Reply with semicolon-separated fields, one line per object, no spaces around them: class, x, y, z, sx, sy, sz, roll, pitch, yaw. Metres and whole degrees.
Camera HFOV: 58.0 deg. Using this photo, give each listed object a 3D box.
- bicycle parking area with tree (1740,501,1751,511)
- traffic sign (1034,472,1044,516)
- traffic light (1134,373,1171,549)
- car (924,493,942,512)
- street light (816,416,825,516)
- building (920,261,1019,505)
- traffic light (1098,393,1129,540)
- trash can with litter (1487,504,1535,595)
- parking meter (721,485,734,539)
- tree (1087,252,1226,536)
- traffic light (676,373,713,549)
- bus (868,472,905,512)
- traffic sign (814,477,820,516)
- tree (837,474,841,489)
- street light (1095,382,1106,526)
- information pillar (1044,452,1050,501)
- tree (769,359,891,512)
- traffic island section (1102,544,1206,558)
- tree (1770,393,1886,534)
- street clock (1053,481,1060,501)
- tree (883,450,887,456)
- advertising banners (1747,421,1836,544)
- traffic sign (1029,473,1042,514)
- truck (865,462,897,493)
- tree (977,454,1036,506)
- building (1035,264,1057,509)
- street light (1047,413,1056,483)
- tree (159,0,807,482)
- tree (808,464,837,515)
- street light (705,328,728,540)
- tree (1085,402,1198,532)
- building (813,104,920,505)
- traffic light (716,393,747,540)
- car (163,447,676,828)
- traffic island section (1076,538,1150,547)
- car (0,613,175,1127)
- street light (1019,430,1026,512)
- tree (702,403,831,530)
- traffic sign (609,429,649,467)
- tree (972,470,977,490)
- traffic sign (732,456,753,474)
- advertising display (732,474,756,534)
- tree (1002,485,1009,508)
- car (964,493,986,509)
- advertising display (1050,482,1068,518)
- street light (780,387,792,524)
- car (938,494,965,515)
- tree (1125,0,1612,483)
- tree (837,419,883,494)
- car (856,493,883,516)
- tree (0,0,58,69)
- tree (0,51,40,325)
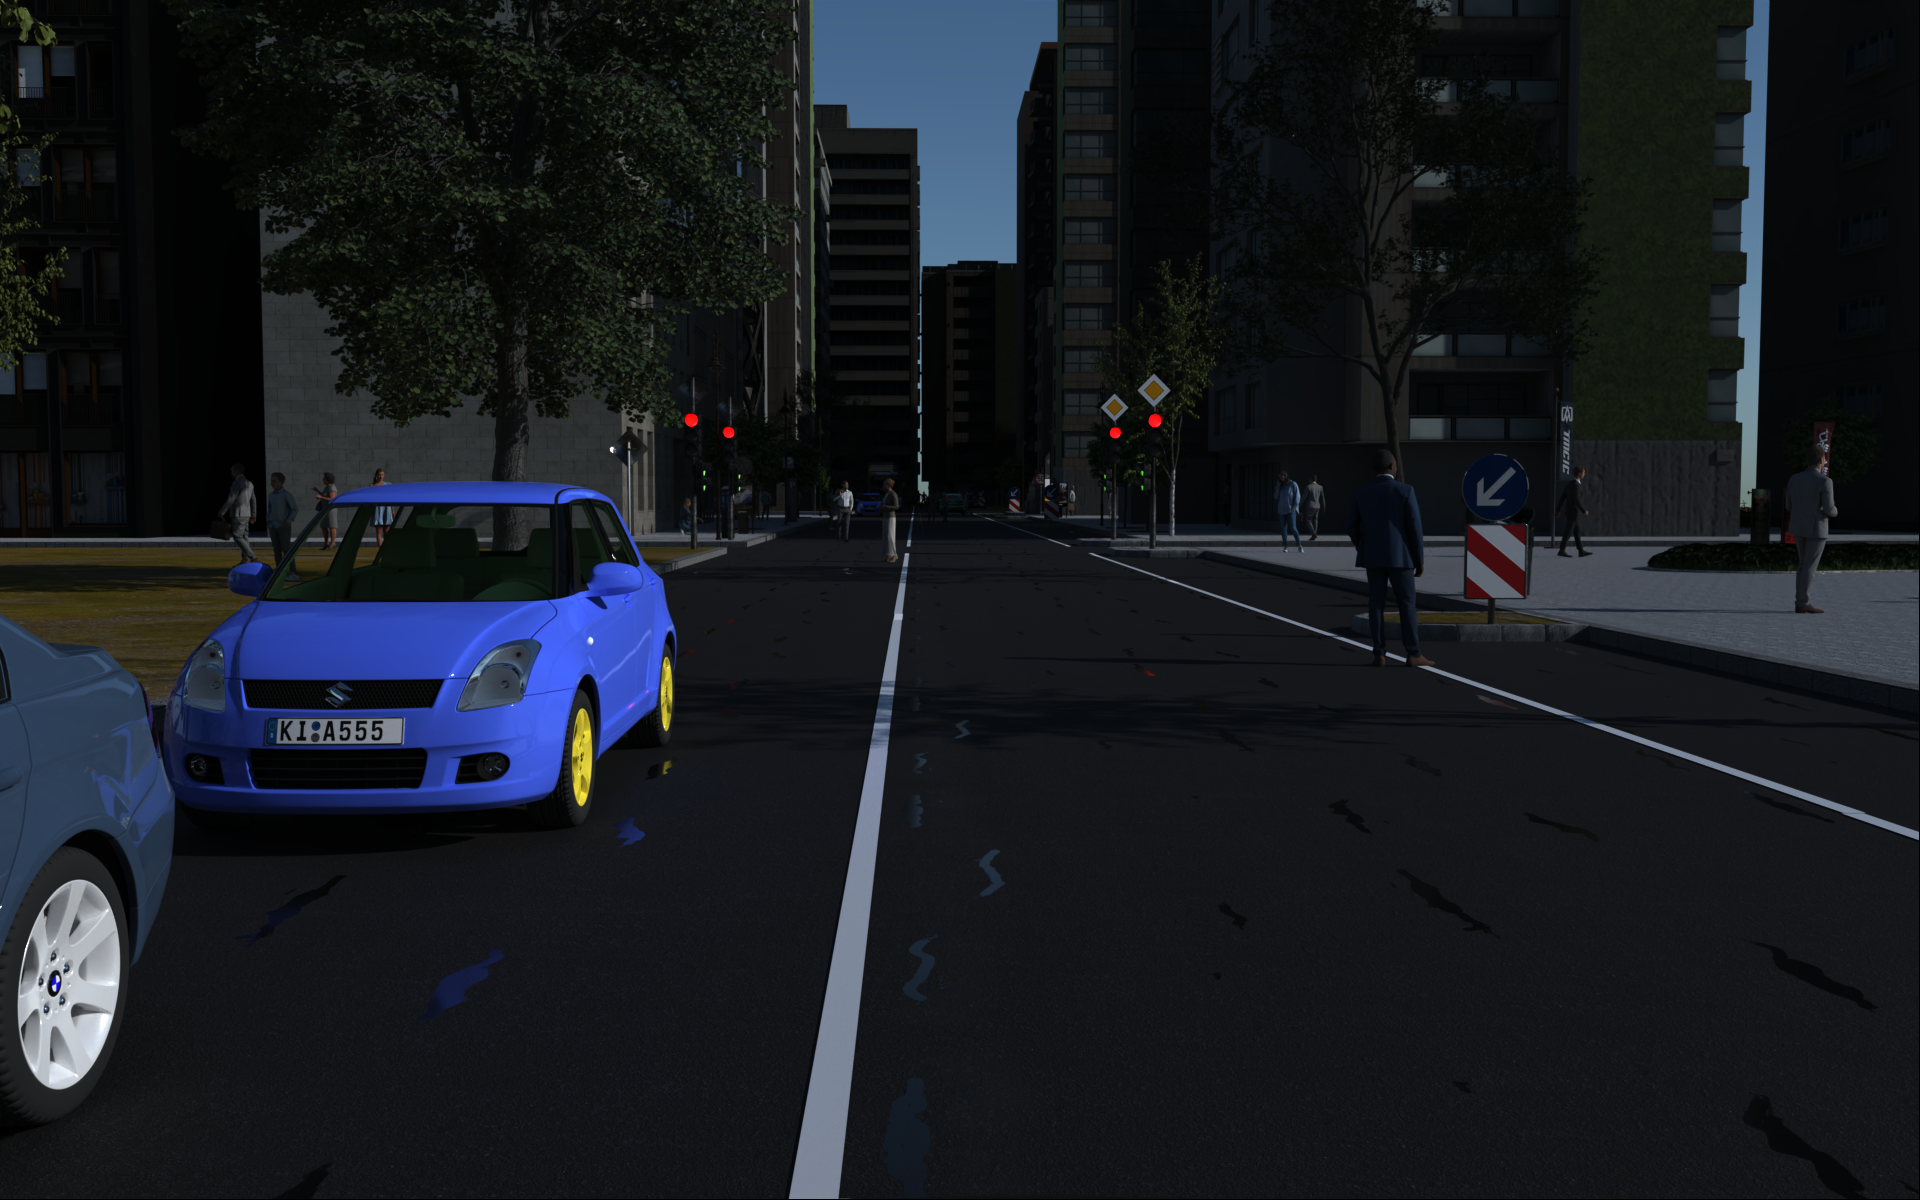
bicycle parking area with tree;50.234;-6.867;99.277;8.231;4.147;9.016;-2;4;-28
traffic sign;4.717;-6.177;101.107;0.768;2.556;0.104;1;4;8
traffic light;4.492;-3.151;40.438;0.839;4.253;0.868;0;4;-1
car;-1.829;-8.080;141.141;2.155;1.783;4.494;0;4;-2
street light;-8.130;-7.828;100.781;0.468;5.910;1.993;0;4;-1
building;2.050;-27.260;217.399;14.107;30.474;14.160;0;4;-1
traffic light;4.288;-3.639;48.421;0.839;4.253;0.868;0;4;-1
trash can with litter;6.920;-0.652;22.041;0.624;1.170;1.055;0;4;4
parking meter;-6.710;-2.546;50.042;0.372;1.533;0.369;0;3;0
tree;6.315;-6.263;52.765;4.737;8.622;4.395;0;3;0
traffic light;-6.166;-3.133;40.152;0.839;4.253;0.868;0;4;-1
bus;-6.120;-8.989;141.828;2.948;3.499;13.247;0;4;-3
traffic sign;-8.662;-6.325;103.524;0.768;2.556;0.104;0;4;1
tree;-10.493;-9.040;142.412;1.663;3.219;1.824;0;3;0
street light;5.783;-5.970;70.392;0.468;5.910;1.993;0;4;-1
information pillar;4.786;-6.359;95.330;0.183;3.616;0.504;3;4;36
tree;-8.919;-11.256;118.440;8.767;10.594;7.601;0;4;-3
traffic island section;4.532;-1.118;40.553;2.009;0.180;2.903;0;4;-1
tree;28.044;-4.425;56.062;4.285;4.588;4.351;0;3;0
street clock;5.153;-5.383;92.589;0.358;2.002;0.471;-1;4;-17
tree;-10.286;-14.417;186.087;4.360;8.622;3.978;0;3;0
advertising banners;20.013;-2.784;41.703;2.074;3.025;0.090;0;4;-2
traffic sign;4.770;-6.691;109.399;0.884;2.594;0.081;0;4;3
truck;-6.947;-10.160;155.028;2.839;4.237;11.283;0;4;-1
tree;4.452;-9.391;137.252;4.285;4.588;4.351;0;3;0
building;20.829;-18.020;139.670;27.650;21.520;28.899;0;4;-1
street light;5.082;-7.592;96.918;0.468;5.910;1.993;0;4;-1
tree;-6.440;-7.205;24.465;9.857;13.997;8.962;0;3;0
tree;-8.651;-6.792;105.648;1.663;3.219;1.824;0;3;0
street light;-6.786;-4.629;48.479;0.468;5.910;1.993;0;4;-1
tree;6.143;-4.952;64.686;4.285;4.588;4.351;0;3;0
building;-15.866;-36.413;219.057;21.600;48.544;21.300;0;4;-1
traffic light;-6.369;-3.622;48.135;0.839;4.253;0.868;0;4;-1
car;-2.470;0.063;8.558;1.945;1.707;3.694;0;4;-1
traffic island section;4.329;-1.606;48.536;2.009;0.180;2.903;0;4;-1
car;-2.878;0.569;2.700;2.014;1.417;4.499;0;4;-1
street light;4.454;-9.178;122.842;0.468;5.910;1.993;0;4;-1
tree;-7.752;-4.840;62.850;4.285;4.588;4.351;0;3;0
traffic sign;-6.720;-2.164;35.116;0.795;2.593;0.064;0;4;1
tree;2.867;-12.423;186.825;4.285;4.588;4.351;0;3;0
traffic sign;-7.405;-3.581;58.659;0.768;2.556;0.104;0;4;2
advertising display;-6.983;-3.092;55.768;0.974;1.923;0.123;3;4;36
tree;4.766;-10.408;164.769;1.663;3.219;1.824;0;3;0
car;1.388;-8.828;154.123;2.009;1.686;4.222;0;4;-3
advertising display;5.384;-5.448;94.284;0.974;1.923;0.123;-1;4;-10
street light;-7.515;-6.233;74.702;0.468;5.910;1.993;0;4;-1
car;-0.546;-6.836;120.564;1.959;1.807;4.718;0;4;0
tree;7.245;-5.780;28.916;8.767;10.594;7.601;-2;4;-26
tree;-10.243;-13.263;167.215;4.360;8.622;3.978;0;3;0
car;-5.782;-6.299;112.575;1.945;1.707;3.694;0;4;0
tree;-6.248;-3.647;9.985;4.737;8.622;4.395;0;3;0
tree;-14.816;-4.516;24.196;4.360;8.622;3.978;0;3;0
